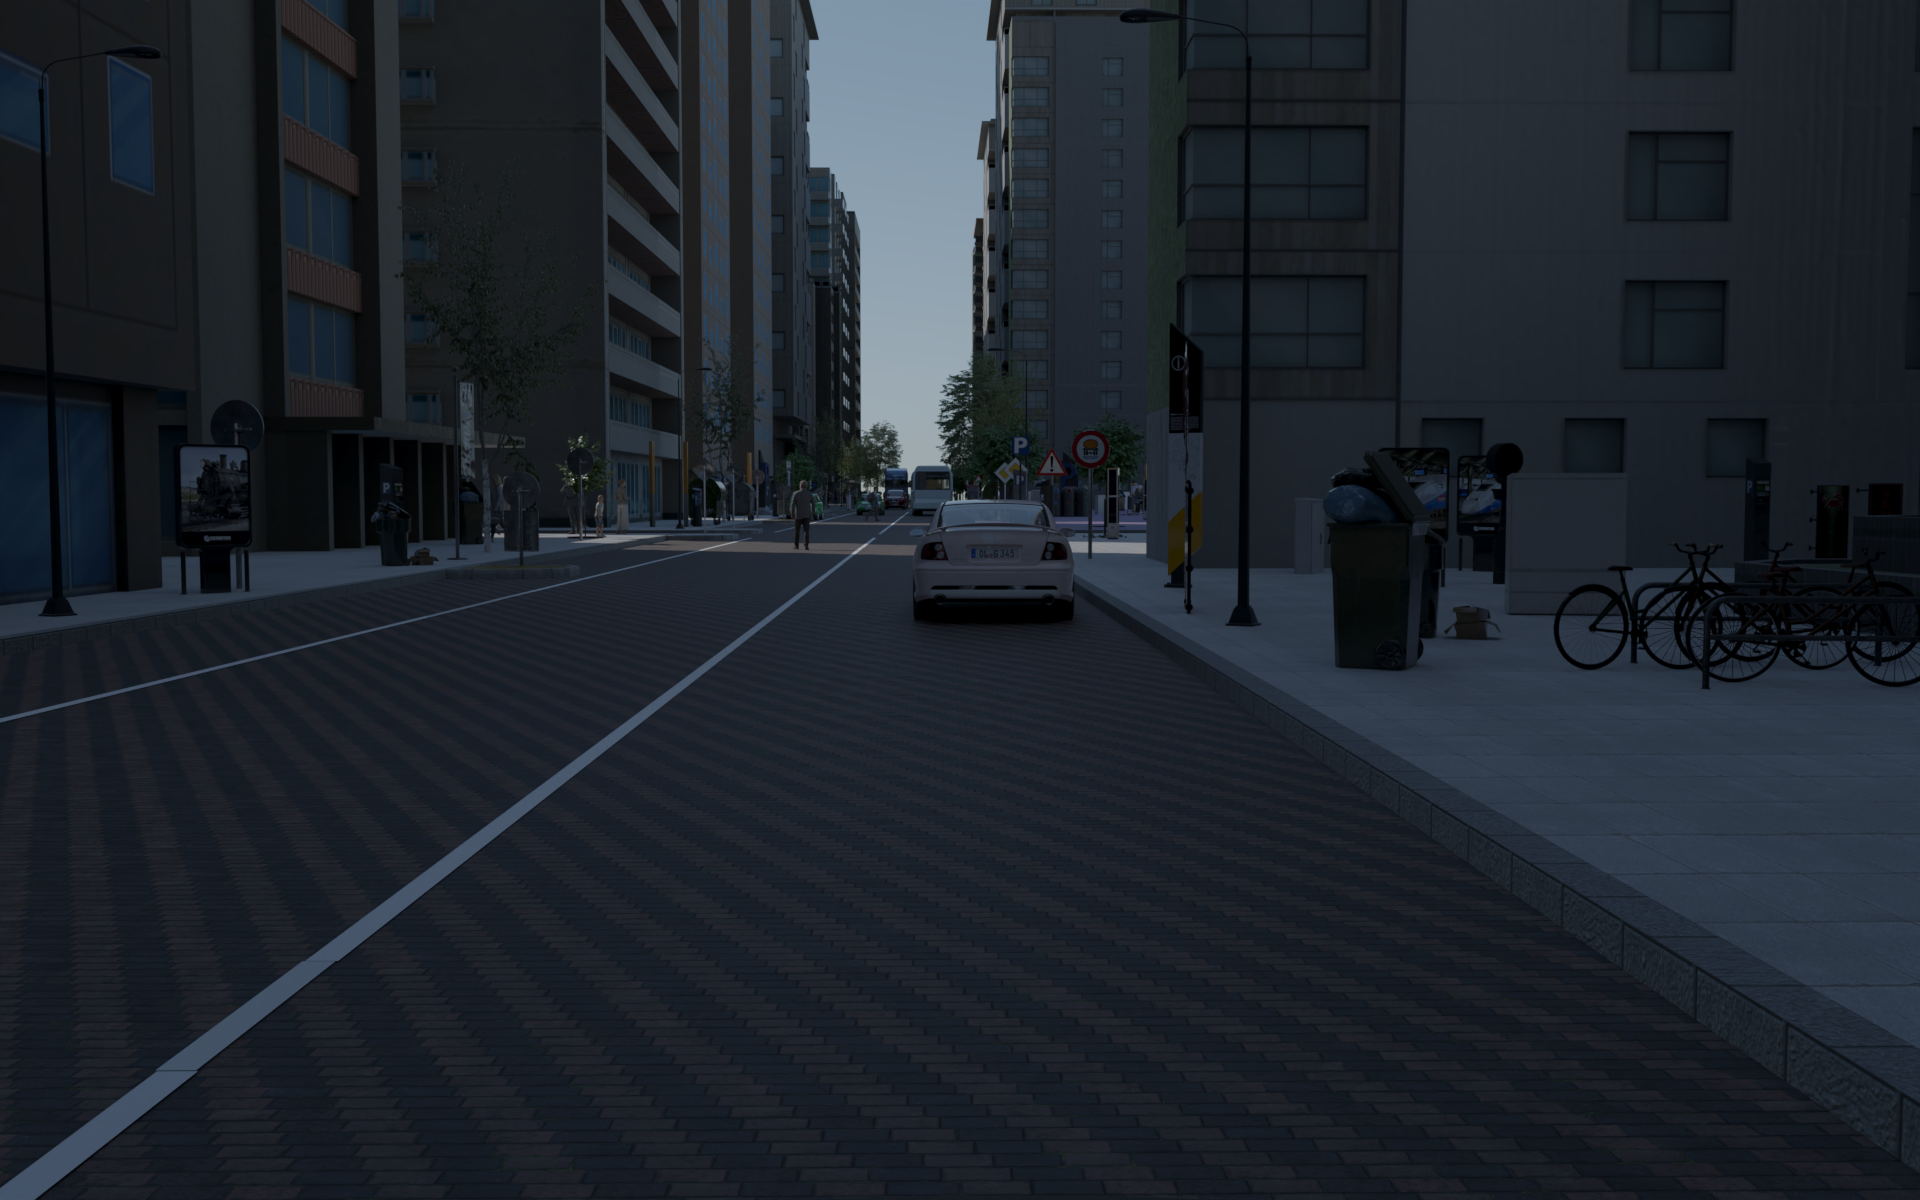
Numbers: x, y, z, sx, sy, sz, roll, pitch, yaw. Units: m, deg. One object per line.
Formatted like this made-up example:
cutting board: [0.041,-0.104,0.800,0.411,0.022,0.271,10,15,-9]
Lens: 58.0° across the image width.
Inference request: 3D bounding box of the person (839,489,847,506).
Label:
person: [-12.423,-11.078,187.268,1.348,1.812,0.705,-1,4,-11]

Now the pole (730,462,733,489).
pole: [-14.520,-7.113,110.141,0.158,3.312,0.155,0,3,0]

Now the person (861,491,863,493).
person: [-15.532,-16.457,275.821,0.721,1.736,1.217,0,4,-4]

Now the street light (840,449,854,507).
street light: [-11.592,-12.525,177.320,1.470,5.913,1.316,0,4,-1]

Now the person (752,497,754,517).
person: [-11.849,-5.594,97.518,0.388,1.821,0.555,3,5,42]

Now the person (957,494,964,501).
person: [-0.008,-15.473,259.043,1.348,1.823,0.705,0,4,-5]

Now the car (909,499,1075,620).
car: [0.394,-0.537,21.147,2.083,1.381,4.827,0,4,0]

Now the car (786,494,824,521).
car: [-8.535,-5.286,95.214,1.959,1.807,4.718,0,4,1]

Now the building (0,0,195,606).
building: [-17.368,-22.351,15.557,14.600,45.320,14.200,0,4,-1]

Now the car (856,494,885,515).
car: [-6.065,-6.656,117.622,1.959,1.807,4.718,0,4,0]

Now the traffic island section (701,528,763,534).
traffic island section: [-8.259,-2.487,62.947,2.009,0.180,2.903,0,4,-1]

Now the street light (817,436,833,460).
street light: [-10.927,-10.205,139.394,1.470,5.913,1.316,0,4,-1]

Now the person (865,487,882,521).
person: [-4.573,-5.081,91.539,0.822,1.834,0.622,1,4,17]

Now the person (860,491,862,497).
person: [-15.103,-15.820,264.714,0.705,1.823,1.348,-1,4,-15]

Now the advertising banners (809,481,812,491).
advertising banners: [-11.639,-8.203,130.314,0.090,3.025,2.074,2,4,27]

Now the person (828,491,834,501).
person: [-16.249,-12.718,214.766,1.217,1.735,0.721,-1,4,-14]

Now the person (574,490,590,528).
person: [-14.209,-3.586,64.848,0.728,1.800,0.709,0,4,0]

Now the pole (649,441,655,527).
pole: [-11.935,-4.483,67.141,0.158,3.312,0.155,0,3,0]

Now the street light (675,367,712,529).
street light: [-9.772,-5.569,63.595,1.470,5.913,1.316,0,4,-1]

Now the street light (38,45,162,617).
street light: [-8.967,-2.785,18.078,1.470,5.913,1.316,0,4,-1]

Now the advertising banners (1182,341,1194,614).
advertising banners: [2.546,-1.418,19.374,0.090,3.025,2.074,0,4,6]

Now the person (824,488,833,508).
person: [-12.509,-9.637,163.630,0.705,1.821,1.348,-3,5,-40]

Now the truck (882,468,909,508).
truck: [-6.852,-11.997,185.903,2.967,4.110,18.799,0,4,-2]

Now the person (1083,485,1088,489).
person: [7.318,-5.802,101.094,0.537,1.800,0.526,3,5,43]

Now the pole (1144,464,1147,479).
pole: [12.738,-7.637,118.714,0.158,3.312,0.155,0,3,0]

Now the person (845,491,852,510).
person: [-9.693,-8.668,150.894,0.551,1.740,0.621,-1,4,-11]

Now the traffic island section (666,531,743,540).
traffic island section: [-8.129,-1.999,54.963,2.009,0.180,2.903,0,4,-1]

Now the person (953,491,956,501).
person: [-0.960,-15.388,258.159,0.750,1.759,0.617,-1,4,-8]

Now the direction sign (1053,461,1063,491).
direction sign: [6.749,-7.645,116.996,0.876,3.537,0.379,0,4,-4]

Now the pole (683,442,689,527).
pole: [-10.654,-4.493,67.300,0.158,3.312,0.155,0,3,0]

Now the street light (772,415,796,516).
street light: [-10.367,-7.916,101.973,1.470,5.913,1.316,0,4,-1]

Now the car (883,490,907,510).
car: [-5.998,-9.300,160.732,2.281,1.827,5.304,0,4,1]

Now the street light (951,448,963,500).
street light: [-0.257,-12.354,174.526,1.470,5.913,1.316,0,4,-1]

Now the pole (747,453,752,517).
pole: [-10.349,-5.587,85.197,0.158,3.312,0.155,0,3,0]

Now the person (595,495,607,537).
person: [-10.754,-2.513,51.806,0.332,1.250,0.352,-3,4,-36]

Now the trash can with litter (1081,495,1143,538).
trash can with litter: [4.116,-2.445,51.029,1.678,1.210,2.233,2,4,31]

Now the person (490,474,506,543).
person: [-12.102,-2.395,45.392,0.728,1.800,0.709,-1,4,-21]

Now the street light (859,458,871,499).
street light: [-12.319,-15.280,222.361,1.470,5.913,1.316,0,4,-1]

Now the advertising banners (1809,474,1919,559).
advertising banners: [13.490,-1.779,25.282,2.074,3.025,0.090,0,4,2]

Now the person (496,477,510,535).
person: [-14.290,-2.956,54.472,0.850,1.850,0.679,-3,4,-37]

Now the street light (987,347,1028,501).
street light: [1.568,-5.043,54.988,1.470,5.913,1.316,0,4,-1]

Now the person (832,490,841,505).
person: [-14.454,-11.922,201.656,1.217,1.739,0.721,1,4,14]

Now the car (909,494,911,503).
car: [-7.549,-15.359,261.335,2.015,1.641,3.980,0,4,-1]

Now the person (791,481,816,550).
person: [-4.062,-2.183,44.597,0.661,1.777,0.834,-1,4,-19]

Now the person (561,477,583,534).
person: [-12.391,-3.047,55.217,0.474,1.900,0.648,3,5,44]

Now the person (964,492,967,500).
person: [0.758,-13.970,234.090,0.705,1.869,1.348,0,4,5]

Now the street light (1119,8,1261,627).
street light: [2.226,-2.703,16.742,1.470,5.913,1.316,0,4,-1]

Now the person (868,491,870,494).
person: [-14.071,-15.991,267.440,1.348,1.831,0.705,1,4,15]

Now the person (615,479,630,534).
person: [-10.720,-2.970,55.149,0.519,1.759,0.362,2,4,35]
